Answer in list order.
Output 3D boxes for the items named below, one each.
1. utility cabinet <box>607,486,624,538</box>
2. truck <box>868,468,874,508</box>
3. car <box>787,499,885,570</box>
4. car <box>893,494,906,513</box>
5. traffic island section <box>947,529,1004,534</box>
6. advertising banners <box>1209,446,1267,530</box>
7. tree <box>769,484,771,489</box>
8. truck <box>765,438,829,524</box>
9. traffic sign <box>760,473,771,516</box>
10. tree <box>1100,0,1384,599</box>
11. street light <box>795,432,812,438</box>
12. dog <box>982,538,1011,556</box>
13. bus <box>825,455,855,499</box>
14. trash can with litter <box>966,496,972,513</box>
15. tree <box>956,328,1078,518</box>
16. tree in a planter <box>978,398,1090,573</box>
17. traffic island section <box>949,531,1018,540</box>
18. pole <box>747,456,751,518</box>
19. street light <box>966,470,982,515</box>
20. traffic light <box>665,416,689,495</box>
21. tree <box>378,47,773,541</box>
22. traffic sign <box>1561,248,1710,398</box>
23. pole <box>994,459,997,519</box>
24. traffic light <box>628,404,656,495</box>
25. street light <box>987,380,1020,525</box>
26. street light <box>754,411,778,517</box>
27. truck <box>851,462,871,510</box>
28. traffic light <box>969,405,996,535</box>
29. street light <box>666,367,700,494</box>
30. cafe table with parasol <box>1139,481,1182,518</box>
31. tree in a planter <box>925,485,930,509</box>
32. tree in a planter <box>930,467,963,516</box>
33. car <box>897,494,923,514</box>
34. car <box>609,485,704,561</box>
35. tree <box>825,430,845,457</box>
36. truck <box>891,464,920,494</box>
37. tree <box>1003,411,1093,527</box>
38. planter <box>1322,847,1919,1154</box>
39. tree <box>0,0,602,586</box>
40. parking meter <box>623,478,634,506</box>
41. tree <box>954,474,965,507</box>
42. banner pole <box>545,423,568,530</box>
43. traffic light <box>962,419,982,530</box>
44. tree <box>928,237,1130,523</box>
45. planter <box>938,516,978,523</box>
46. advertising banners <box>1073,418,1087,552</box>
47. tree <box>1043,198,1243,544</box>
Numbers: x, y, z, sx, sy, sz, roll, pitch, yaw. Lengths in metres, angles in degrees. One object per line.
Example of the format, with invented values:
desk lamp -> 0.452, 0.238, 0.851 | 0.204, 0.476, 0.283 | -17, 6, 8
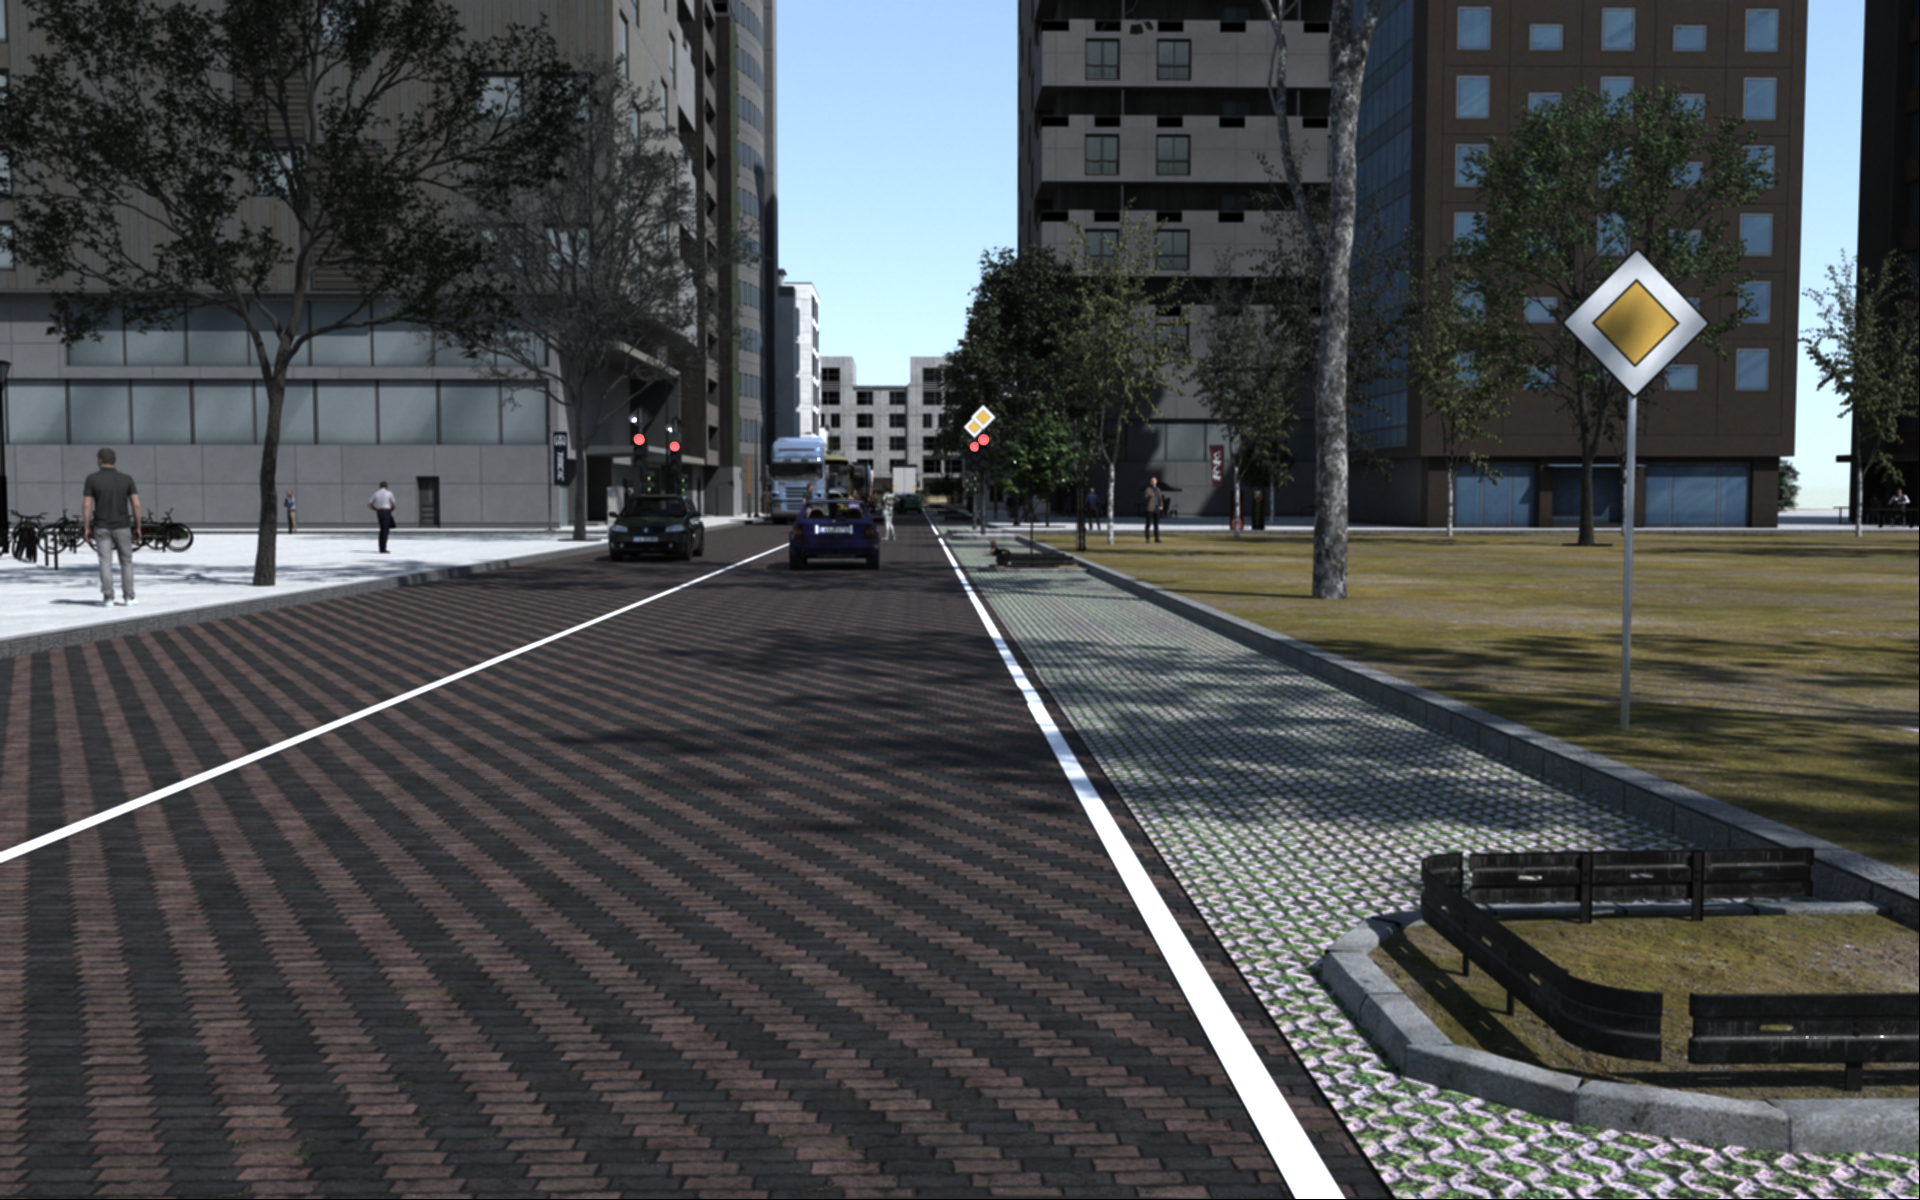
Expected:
utility cabinet -> -10.059, -2.560, 50.541 | 0.318, 1.500, 1.173 | 0, 4, -2
truck -> -10.590, -12.038, 185.741 | 2.839, 4.237, 11.283 | 0, 4, -2
car -> -2.456, -1.322, 34.201 | 1.945, 1.354, 3.894 | 0, 4, -3
car -> -4.991, -7.413, 133.201 | 2.014, 1.417, 4.499 | 0, 4, -2
traffic island section -> 0.542, -2.466, 62.597 | 2.009, 0.180, 2.903 | 0, 4, -2
advertising banners -> 9.925, -4.015, 61.834 | 2.074, 3.025, 0.090 | 0, 4, 8
tree -> -12.414, -7.736, 121.083 | 1.663, 3.219, 1.824 | 0, 3, 0
truck -> -7.816, -6.023, 88.227 | 2.967, 4.110, 18.799 | 0, 4, -2
traffic sign -> -11.343, -6.206, 101.567 | 0.768, 2.556, 0.104 | 0, 4, 2
tree -> 5.890, -10.125, 21.431 | 12.611, 20.169, 13.585 | 0, 3, 0
street light -> -11.851, -9.660, 130.488 | 1.470, 5.913, 1.316 | 0, 4, -2
dog -> 0.896, -1.199, 39.793 | 0.550, 0.427, 0.748 | -2, 4, -32
bus -> -8.341, -7.470, 113.688 | 2.896, 3.916, 12.252 | 0, 4, -2
trash can with litter -> 0.769, -6.539, 118.302 | 0.624, 1.170, 1.055 | 0, 4, 3
tree -> 3.355, -10.669, 92.566 | 7.486, 12.596, 7.792 | 0, 3, 0
tree in a planter -> 1.342, -2.140, 32.216 | 1.991, 3.239, 1.994 | 0, 4, -2
traffic island section -> 0.752, -1.978, 54.615 | 2.009, 0.180, 2.903 | 0, 4, -2
pole -> -11.361, -6.080, 93.253 | 0.158, 3.312, 0.155 | 0, 3, 0
street light -> 0.773, -8.050, 104.153 | 1.470, 5.913, 1.316 | 0, 4, -2
traffic light -> -10.176, -4.481, 62.185 | 0.839, 4.253, 0.868 | 0, 4, -2
tree -> -10.297, -8.365, 47.143 | 12.009, 13.543, 11.850 | 0, 3, 0
traffic sign -> 3.645, -0.588, 9.346 | 0.795, 2.593, 0.064 | 0, 4, 0
pole -> 1.802, -5.742, 87.724 | 0.158, 3.312, 0.155 | 0, 3, 0
traffic light -> -9.965, -3.993, 54.203 | 0.839, 4.253, 0.868 | 0, 4, -2
street light -> 1.780, -6.002, 70.670 | 1.470, 5.913, 1.316 | 0, 4, -2
street light -> -10.877, -7.612, 97.005 | 1.470, 5.913, 1.316 | 0, 4, -2
truck -> -9.439, -10.128, 154.501 | 2.839, 4.237, 11.283 | 0, 4, 0
traffic light -> 0.712, -4.011, 54.500 | 0.839, 4.253, 0.868 | 0, 4, -2
street light -> -10.085, -5.524, 62.863 | 1.470, 5.913, 1.316 | 0, 4, -2
cafe table with parasol -> 10.650, -5.324, 91.918 | 2.610, 1.966, 2.610 | -1, 4, -14
tree in a planter -> -2.147, -10.218, 164.287 | 1.991, 3.239, 1.994 | 0, 4, -2
tree in a planter -> -0.833, -7.159, 114.279 | 1.991, 3.239, 1.994 | 0, 4, -2
car -> -3.716, -7.320, 128.474 | 1.959, 1.807, 4.718 | 0, 4, 0
car -> -6.705, -1.755, 38.475 | 2.009, 1.686, 4.222 | 0, 4, -3
tree -> -15.325, -15.236, 199.466 | 4.360, 8.622, 3.978 | 0, 3, 0
truck -> -5.386, -11.054, 169.645 | 2.839, 4.237, 11.283 | 0, 4, -1
tree -> 3.459, -5.098, 67.058 | 4.285, 4.588, 4.351 | 0, 3, 0
planter -> 2.068, 1.004, 4.730 | 1.991, 0.319, 1.994 | 0, 4, -2
tree -> -9.489, -5.462, 23.712 | 7.601, 10.594, 8.767 | 3, 4, 38
parking meter -> -11.748, -3.404, 61.360 | 0.255, 1.863, 0.399 | -3, 4, -37
tree -> -0.182, -10.613, 168.115 | 1.663, 3.219, 1.824 | 0, 3, 0
banner pole -> -14.265, -4.353, 61.183 | 0.863, 3.779, 0.401 | -1, 4, -12
traffic light -> 0.501, -4.499, 62.482 | 0.839, 4.253, 0.868 | 0, 4, -2
tree -> 3.006, -9.828, 77.691 | 9.611, 12.733, 9.660 | 0, 3, 0
planter -> -0.118, -4.043, 87.247 | 1.991, 0.319, 1.994 | 0, 4, -2
advertising banners -> 2.719, -2.644, 39.417 | 0.090, 3.025, 2.074 | 0, 4, -2
tree -> 3.960, -5.734, 44.113 | 4.737, 8.622, 4.395 | 0, 3, 0
